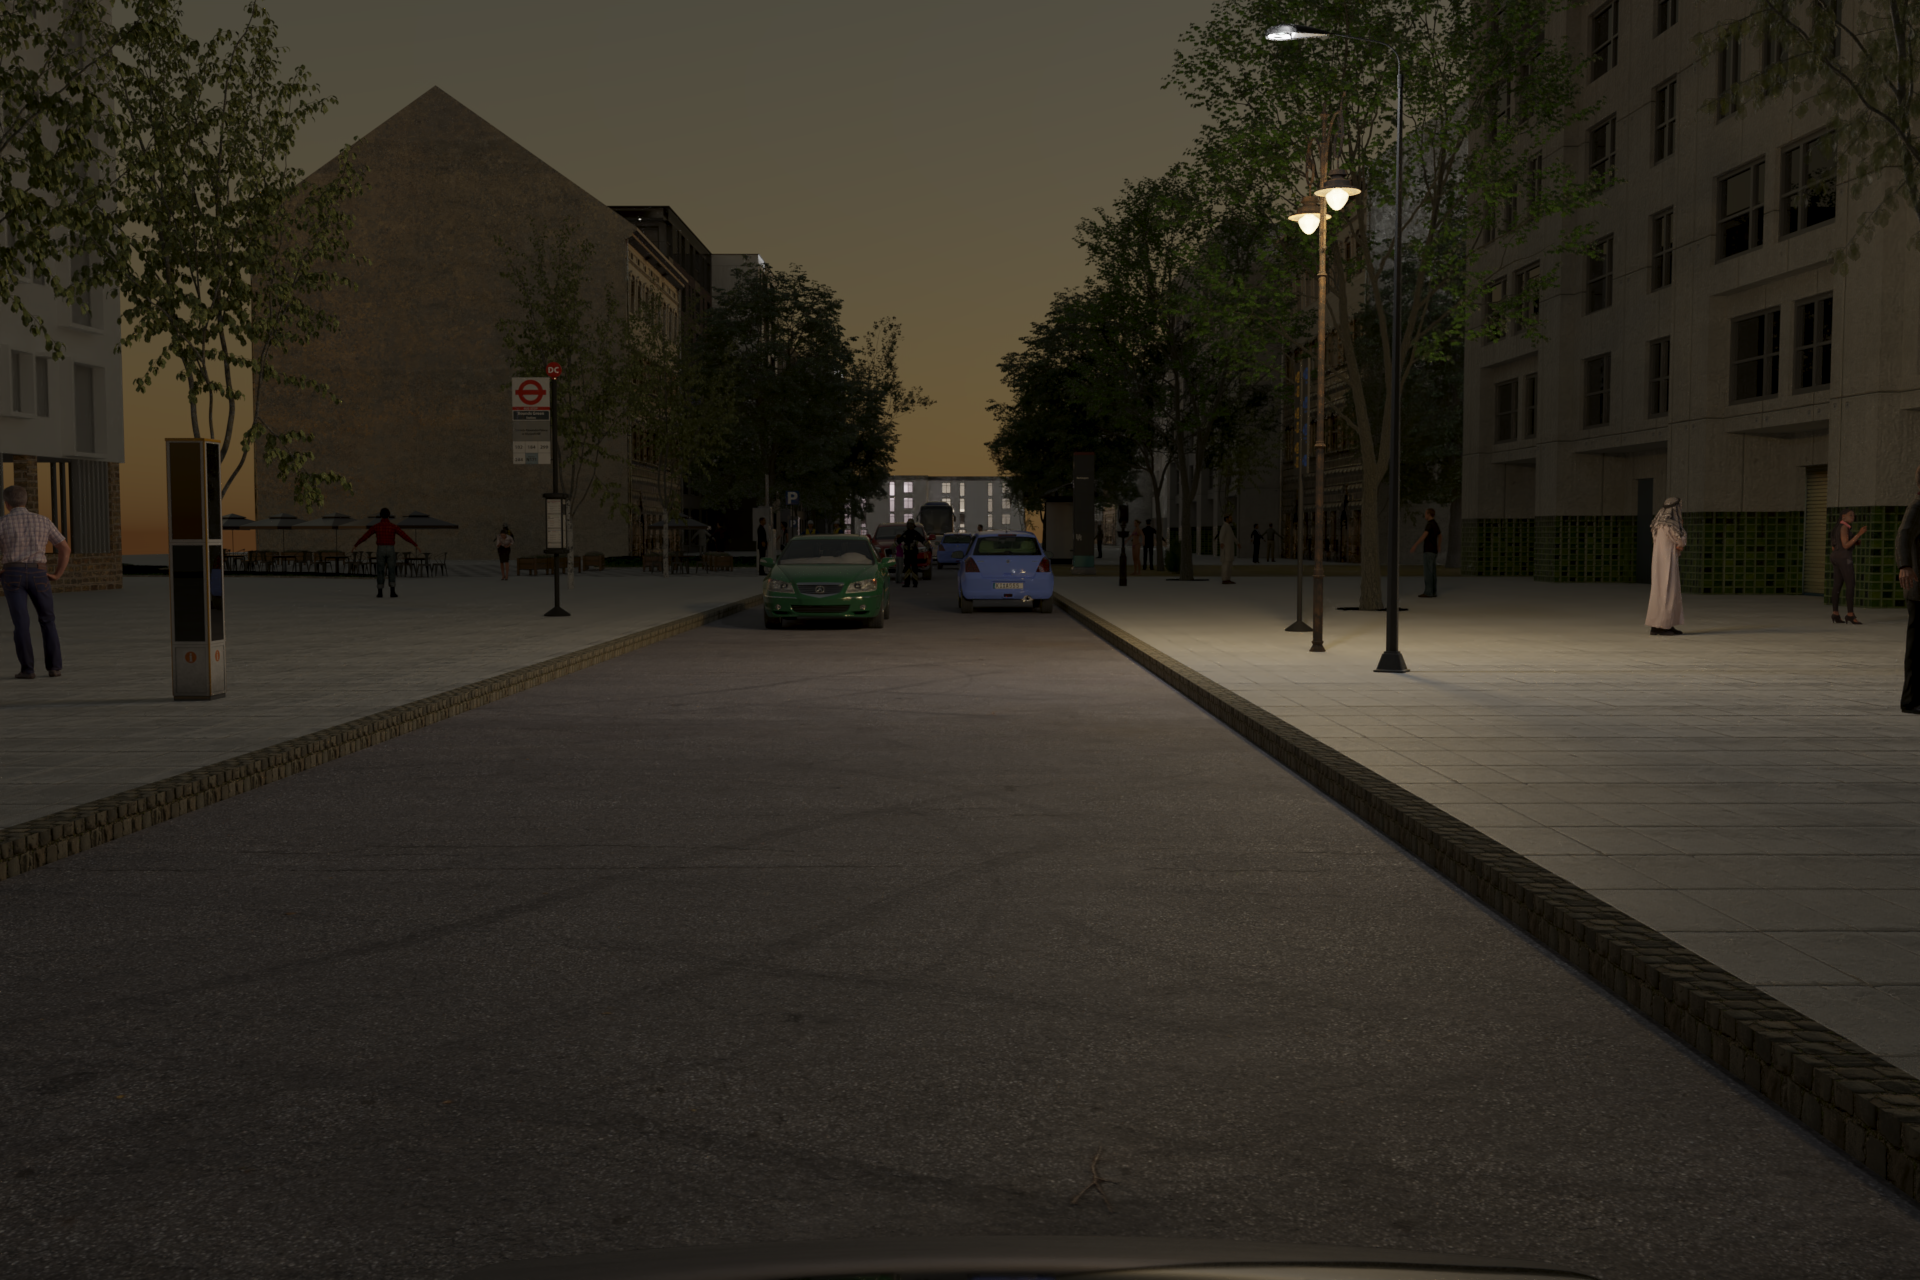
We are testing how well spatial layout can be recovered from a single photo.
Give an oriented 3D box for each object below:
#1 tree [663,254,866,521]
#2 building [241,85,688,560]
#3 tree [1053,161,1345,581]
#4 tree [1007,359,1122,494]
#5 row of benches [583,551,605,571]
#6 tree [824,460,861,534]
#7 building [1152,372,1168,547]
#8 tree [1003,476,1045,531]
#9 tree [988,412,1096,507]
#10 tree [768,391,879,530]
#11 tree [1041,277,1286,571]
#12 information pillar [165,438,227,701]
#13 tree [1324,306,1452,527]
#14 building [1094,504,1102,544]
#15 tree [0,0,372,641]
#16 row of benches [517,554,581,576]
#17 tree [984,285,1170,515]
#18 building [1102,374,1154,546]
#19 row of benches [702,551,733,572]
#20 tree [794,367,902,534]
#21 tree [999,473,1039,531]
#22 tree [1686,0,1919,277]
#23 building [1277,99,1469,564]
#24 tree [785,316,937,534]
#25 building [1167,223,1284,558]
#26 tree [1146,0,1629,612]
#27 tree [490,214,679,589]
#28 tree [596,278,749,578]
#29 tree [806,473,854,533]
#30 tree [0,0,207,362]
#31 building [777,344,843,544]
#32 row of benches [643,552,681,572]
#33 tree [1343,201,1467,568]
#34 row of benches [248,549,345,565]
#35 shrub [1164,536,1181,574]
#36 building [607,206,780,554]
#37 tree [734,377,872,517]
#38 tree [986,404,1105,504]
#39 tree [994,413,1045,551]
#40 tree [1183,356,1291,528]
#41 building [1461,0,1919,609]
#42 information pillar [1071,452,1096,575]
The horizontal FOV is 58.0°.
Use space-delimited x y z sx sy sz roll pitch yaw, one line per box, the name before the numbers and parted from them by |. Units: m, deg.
tree | -8.906 -10.635 80.532 9.857 13.997 8.962 0 3 0
building | -25.815 -16.119 94.467 19.493 23.208 18.063 0 4 -1
tree | 6.362 -7.440 47.392 9.928 11.665 9.643 0 3 0
tree | 6.433 -10.715 100.948 9.928 11.665 9.643 0 3 0
row of benches | -13.011 -2.821 61.588 1.422 0.672 4.104 -1 4 -10
tree | -9.158 -10.126 115.926 4.360 8.622 3.978 0 3 0
building | 25.533 -19.946 182.533 16.016 20.090 11.380 0 4 -1
tree | 5.485 -12.267 150.920 4.360 8.622 3.978 0 3 0
tree | 6.482 -11.478 122.074 8.767 10.594 7.601 -1 4 -21
tree | -8.818 -10.535 106.663 8.767 10.594 7.601 1 4 14
tree | 6.975 -7.669 59.803 8.767 10.594 7.601 0 4 4
information pillar | -5.910 -0.545 13.405 0.304 2.012 0.304 0 4 -1
tree | 13.367 -6.462 56.014 4.360 8.622 3.978 0 3 0
building | 22.596 -22.701 227.573 16.016 20.090 11.380 0 4 0
tree | -8.780 -4.270 20.171 4.737 8.622 4.395 0 3 0
row of benches | -13.074 -2.441 55.370 1.422 0.672 4.104 0 4 8
tree | 5.943 -11.002 86.536 9.857 13.997 8.962 0 3 0
building | 26.017 -22.240 194.558 19.493 23.208 18.063 0 4 0
row of benches | -8.534 -2.776 60.856 1.422 0.672 4.104 -1 4 -14
tree | -9.110 -13.789 132.110 9.857 13.997 8.962 0 3 0
tree | 5.730 -12.685 157.768 4.360 8.622 3.978 0 3 0
tree | 6.651 -3.721 11.209 4.360 8.622 3.978 0 3 0
building | 26.175 -15.325 81.488 19.493 23.208 18.063 0 4 -1
tree | -7.837 -17.943 149.259 12.611 20.169 13.585 0 3 0
building | 23.115 -14.723 107.183 16.747 18.905 31.486 0 3 0
tree | 6.976 -6.306 28.862 9.928 11.665 9.643 0 3 0
tree | -8.953 -5.489 40.107 4.737 8.622 4.395 0 3 0
tree | -8.433 -6.146 50.851 4.737 8.622 4.395 0 3 0
tree | -9.199 -10.597 123.630 4.737 8.622 4.395 0 3 0
tree | -8.659 -3.923 14.501 4.737 8.622 4.395 0 3 0
building | -28.704 -21.952 202.890 27.936 21.610 32.646 0 4 0
row of benches | -10.405 -2.762 60.624 1.422 0.672 4.104 0 4 2
tree | 18.749 -9.712 65.440 9.857 13.997 8.962 0 3 0
row of benches | -27.384 -3.439 71.692 4.104 0.672 1.422 0 4 7
shrub | 7.017 -2.738 55.878 1.383 1.207 1.383 0 3 0
building | -28.573 -17.149 124.361 27.936 21.610 32.646 0 3 0
tree | -8.984 -9.914 96.502 8.767 10.594 7.601 0 4 3
tree | 6.151 -10.774 110.568 8.767 10.594 7.601 -2 4 -25
tree | 6.484 -12.813 135.240 9.928 11.665 9.643 0 3 0
tree | 10.546 -7.153 67.317 4.737 8.622 4.395 0 3 0
building | 24.035 -10.473 37.696 16.747 18.905 31.486 0 4 0
information pillar | 3.928 -4.015 55.026 0.750 3.857 0.750 0 4 0
